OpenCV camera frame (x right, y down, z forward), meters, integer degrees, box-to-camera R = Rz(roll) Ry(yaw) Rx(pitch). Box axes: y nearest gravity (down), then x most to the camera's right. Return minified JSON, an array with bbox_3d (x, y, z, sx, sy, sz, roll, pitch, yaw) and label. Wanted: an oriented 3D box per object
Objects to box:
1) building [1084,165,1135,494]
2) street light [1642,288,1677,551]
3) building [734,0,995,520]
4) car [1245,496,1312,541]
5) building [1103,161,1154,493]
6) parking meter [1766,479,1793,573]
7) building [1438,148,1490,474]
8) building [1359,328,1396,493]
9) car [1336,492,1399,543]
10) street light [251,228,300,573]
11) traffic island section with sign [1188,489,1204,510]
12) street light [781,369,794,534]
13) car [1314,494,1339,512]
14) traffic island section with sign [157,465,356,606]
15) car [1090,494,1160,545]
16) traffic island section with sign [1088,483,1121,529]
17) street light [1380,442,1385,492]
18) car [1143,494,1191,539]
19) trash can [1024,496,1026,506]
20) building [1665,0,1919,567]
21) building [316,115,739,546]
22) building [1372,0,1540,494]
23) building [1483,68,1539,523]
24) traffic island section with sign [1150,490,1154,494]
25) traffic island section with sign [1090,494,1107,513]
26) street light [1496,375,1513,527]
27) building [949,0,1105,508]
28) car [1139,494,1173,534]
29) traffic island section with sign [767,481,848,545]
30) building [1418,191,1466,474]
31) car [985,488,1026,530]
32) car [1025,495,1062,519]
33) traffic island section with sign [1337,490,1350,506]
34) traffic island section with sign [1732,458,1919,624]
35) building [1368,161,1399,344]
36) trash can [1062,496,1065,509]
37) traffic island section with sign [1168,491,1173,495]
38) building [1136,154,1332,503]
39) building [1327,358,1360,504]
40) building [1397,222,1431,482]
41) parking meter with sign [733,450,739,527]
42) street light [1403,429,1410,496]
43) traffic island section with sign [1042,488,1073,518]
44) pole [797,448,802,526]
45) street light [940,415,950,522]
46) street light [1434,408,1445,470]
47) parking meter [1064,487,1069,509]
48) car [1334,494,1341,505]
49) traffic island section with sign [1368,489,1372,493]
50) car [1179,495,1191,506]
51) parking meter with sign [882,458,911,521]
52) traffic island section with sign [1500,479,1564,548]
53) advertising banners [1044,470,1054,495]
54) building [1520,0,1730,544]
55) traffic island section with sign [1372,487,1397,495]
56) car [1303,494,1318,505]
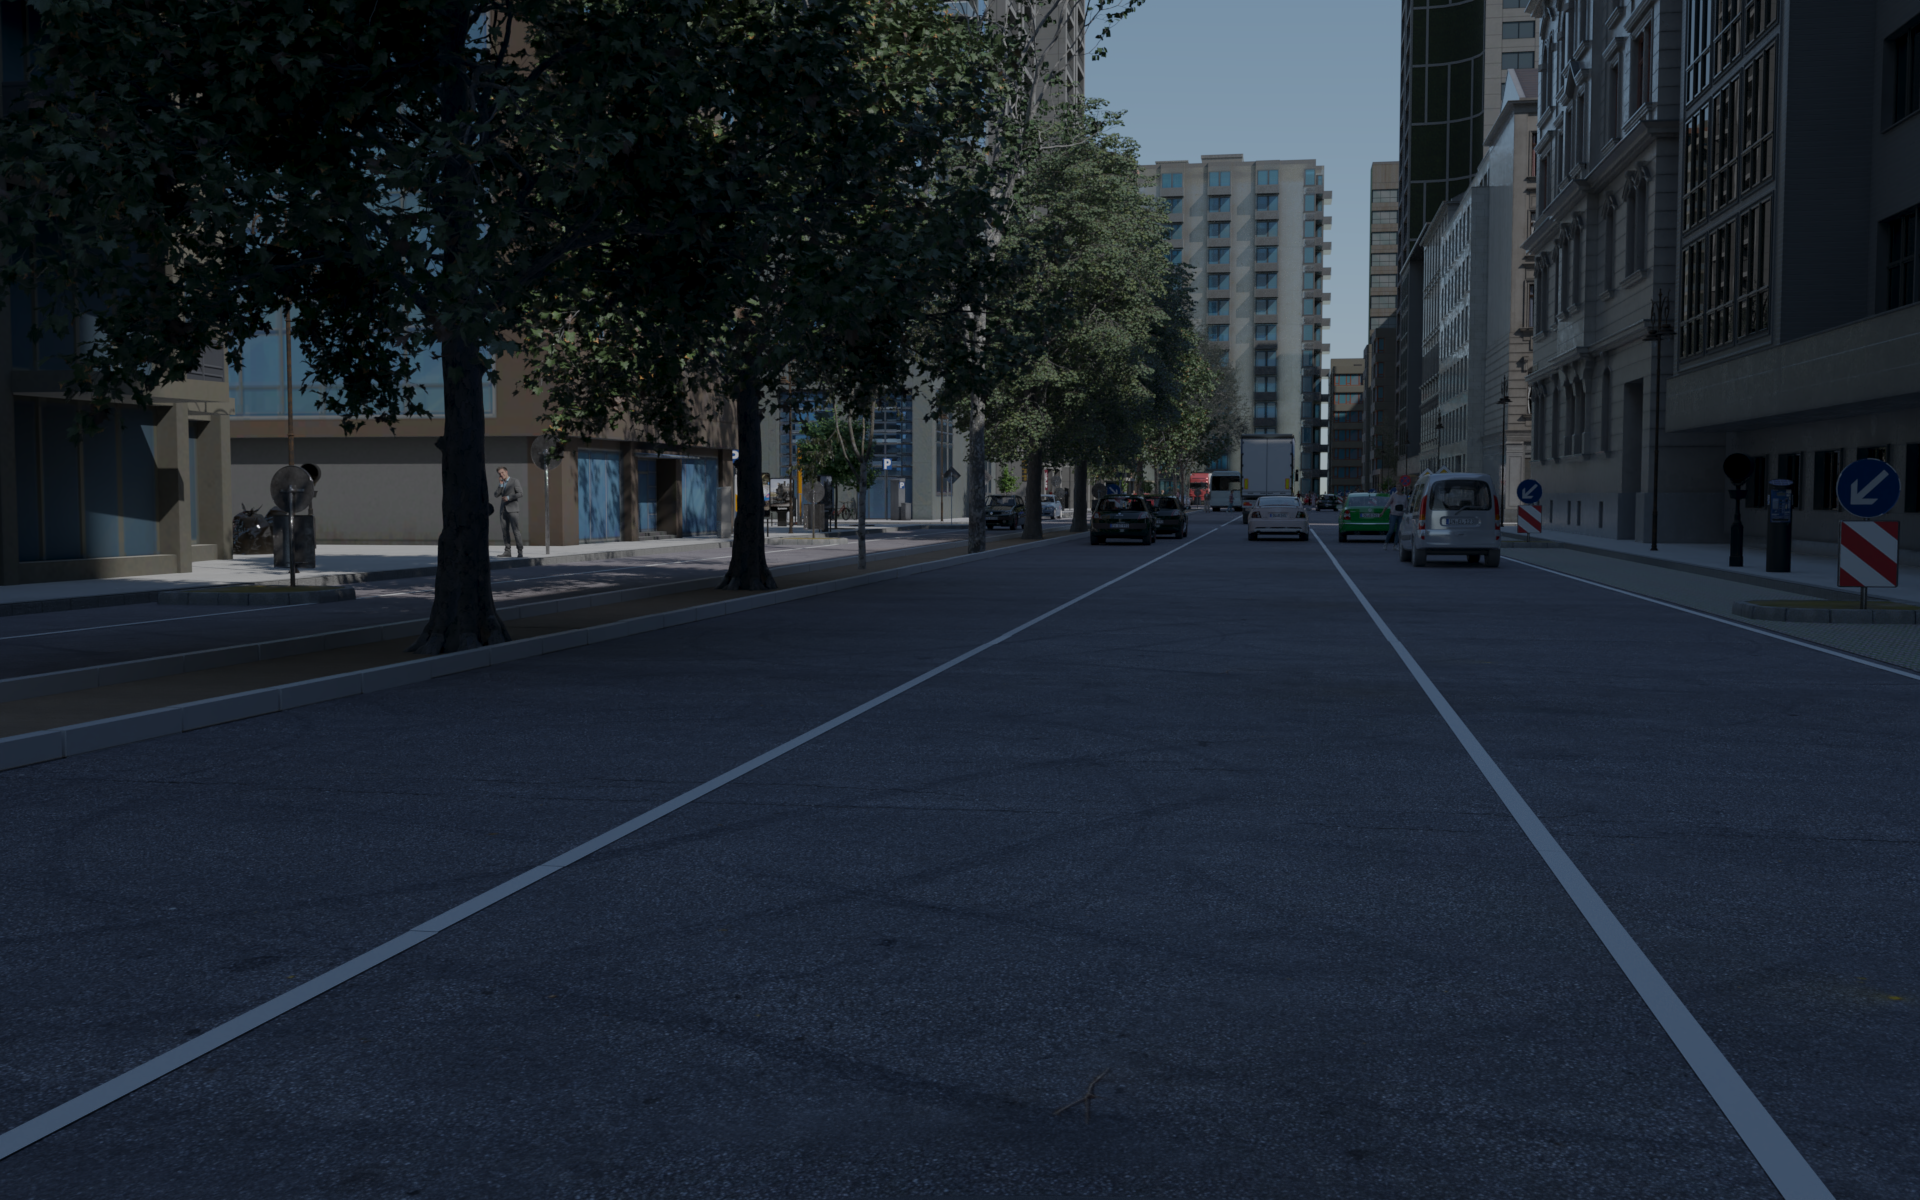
[{"bbox_3d":[2.640,-30.413,189.125,32.217,40.220,23.993,1,4,11],"label":"building"},{"bbox_3d":[15.743,-4.056,39.102,0.468,5.910,1.993,1,4,11],"label":"street light"},{"bbox_3d":[-9.477,-48.162,100.113,22.319,86.520,31.000,1,4,11],"label":"building"},{"bbox_3d":[10.016,-2.575,54.469,2.083,1.381,4.827,1,4,10],"label":"car"},{"bbox_3d":[9.662,-34.589,220.152,28.867,44.769,22.147,1,4,11],"label":"building"},{"bbox_3d":[13.445,-1.223,28.414,0.372,1.533,0.369,0,3,0],"label":"parking meter"},{"bbox_3d":[31.941,-14.589,93.280,10.420,20.320,16.860,1,4,11],"label":"building"},{"bbox_3d":[59.433,-21.222,192.017,27.650,21.520,28.899,1,4,11],"label":"building"},{"bbox_3d":[12.394,-2.674,52.520,1.959,1.807,4.718,1,4,12],"label":"car"},{"bbox_3d":[-10.800,-3.371,27.907,0.468,5.910,1.993,1,4,11],"label":"street light"},{"bbox_3d":[20.892,-8.837,152.628,2.006,1.907,1.989,1,4,11],"label":"traffic island section with sign"},{"bbox_3d":[-5.490,-5.091,56.027,0.468,5.910,1.993,1,4,11],"label":"street light"},{"bbox_3d":[30.478,-8.200,143.850,2.009,1.686,4.222,1,4,9],"label":"car"},{"bbox_3d":[-9.270,-0.893,23.221,1.989,1.847,2.006,1,4,11],"label":"traffic island section with sign"},{"bbox_3d":[4.720,-2.447,49.795,2.009,1.686,4.222,1,4,9],"label":"car"},{"bbox_3d":[5.674,-3.875,71.492,2.006,1.907,1.989,1,4,11],"label":"traffic island section with sign"},{"bbox_3d":[36.479,-10.814,149.598,0.468,5.910,1.993,1,4,11],"label":"street light"},{"bbox_3d":[6.503,-2.859,56.525,2.009,1.686,4.222,1,4,10],"label":"car"},{"bbox_3d":[4.474,-6.097,111.337,0.748,1.137,0.748,0,3,0],"label":"trash can"},{"bbox_3d":[21.810,-12.725,27.116,14.314,24.678,30.058,1,4,11],"label":"building"},{"bbox_3d":[-14.957,-24.392,48.915,14.600,45.320,14.200,1,4,11],"label":"building"},{"bbox_3d":[51.192,-44.566,166.903,20.563,71.187,20.611,1,4,11],"label":"building"},{"bbox_3d":[33.881,-14.089,79.506,18.267,20.994,9.793,1,4,11],"label":"building"},{"bbox_3d":[20.216,-10.511,180.490,1.989,1.847,2.006,1,4,11],"label":"traffic island section with sign"},{"bbox_3d":[10.975,-7.498,131.223,1.989,1.847,2.006,1,4,11],"label":"traffic island section with sign"},{"bbox_3d":[21.084,-5.775,67.216,0.468,5.910,1.993,1,4,11],"label":"street light"},{"bbox_3d":[3.407,-44.465,165.262,20.563,71.187,20.611,1,4,11],"label":"building"},{"bbox_3d":[6.988,-3.250,62.920,2.009,1.686,4.222,1,4,11],"label":"car"},{"bbox_3d":[-4.298,-2.513,49.715,1.989,1.847,2.006,1,4,11],"label":"traffic island section with sign"},{"bbox_3d":[34.938,-15.987,110.535,9.793,20.994,18.267,1,4,11],"label":"building"},{"bbox_3d":[1.663,-3.683,70.004,2.009,1.686,4.222,1,4,12],"label":"car"},{"bbox_3d":[4.792,-5.335,99.233,2.014,1.417,4.499,1,4,11],"label":"car"},{"bbox_3d":[44.429,-11.893,203.077,1.989,1.847,2.006,1,4,11],"label":"traffic island section with sign"},{"bbox_3d":[10.074,-0.691,19.930,1.989,1.847,2.006,1,4,11],"label":"traffic island section with sign"},{"bbox_3d":[57.622,-32.461,214.335,14.154,41.232,14.086,1,4,11],"label":"building"},{"bbox_3d":[8.471,-8.156,144.996,0.748,1.137,0.748,0,3,0],"label":"trash can"},{"bbox_3d":[25.186,-12.132,206.992,1.989,1.847,2.006,1,4,11],"label":"traffic island section with sign"},{"bbox_3d":[37.110,-38.356,246.728,30.456,49.044,23.786,1,4,11],"label":"building"},{"bbox_3d":[67.113,-24.472,245.154,28.899,21.520,27.650,1,4,11],"label":"building"},{"bbox_3d":[42.100,-19.239,133.621,14.314,24.678,30.058,1,4,11],"label":"building"},{"bbox_3d":[-9.219,-4.456,69.119,0.543,3.016,1.738,-1,4,-20],"label":"parking meter with sign"},{"bbox_3d":[31.278,-9.085,121.333,0.468,5.910,1.993,1,4,11],"label":"street light"},{"bbox_3d":[6.021,-5.878,104.725,1.989,1.847,2.006,1,4,11],"label":"traffic island section with sign"},{"bbox_3d":[-6.515,-4.675,70.275,0.158,3.312,0.155,0,3,0],"label":"pole"},{"bbox_3d":[-0.842,-6.601,80.708,0.468,5.910,1.993,1,4,11],"label":"street light"},{"bbox_3d":[25.771,-7.368,93.250,0.468,5.910,1.993,1,4,11],"label":"street light"},{"bbox_3d":[9.472,-9.048,153.650,0.399,1.863,0.255,1,4,21],"label":"parking meter"},{"bbox_3d":[47.040,-12.801,218.097,1.959,1.807,4.718,1,4,13],"label":"car"},{"bbox_3d":[30.396,-7.318,128.269,1.989,1.847,2.006,1,4,11],"label":"traffic island section with sign"},{"bbox_3d":[23.785,-10.621,186.011,2.083,1.381,4.827,1,4,9],"label":"car"},{"bbox_3d":[-3.040,-5.377,84.179,0.543,3.016,1.738,-3,5,-41],"label":"parking meter with sign"},{"bbox_3d":[15.071,-2.317,46.512,1.989,1.847,2.006,1,4,11],"label":"traffic island section with sign"},{"bbox_3d":[6.563,-7.890,125.181,0.090,3.025,2.074,2,4,30],"label":"advertising banners"},{"bbox_3d":[25.919,-16.302,53.922,14.401,28.519,23.554,1,4,11],"label":"building"},{"bbox_3d":[25.408,-5.692,101.700,1.989,1.847,2.006,1,4,11],"label":"traffic island section with sign"},{"bbox_3d":[45.298,-13.128,223.676,2.155,1.783,4.494,1,4,10],"label":"car"}]
